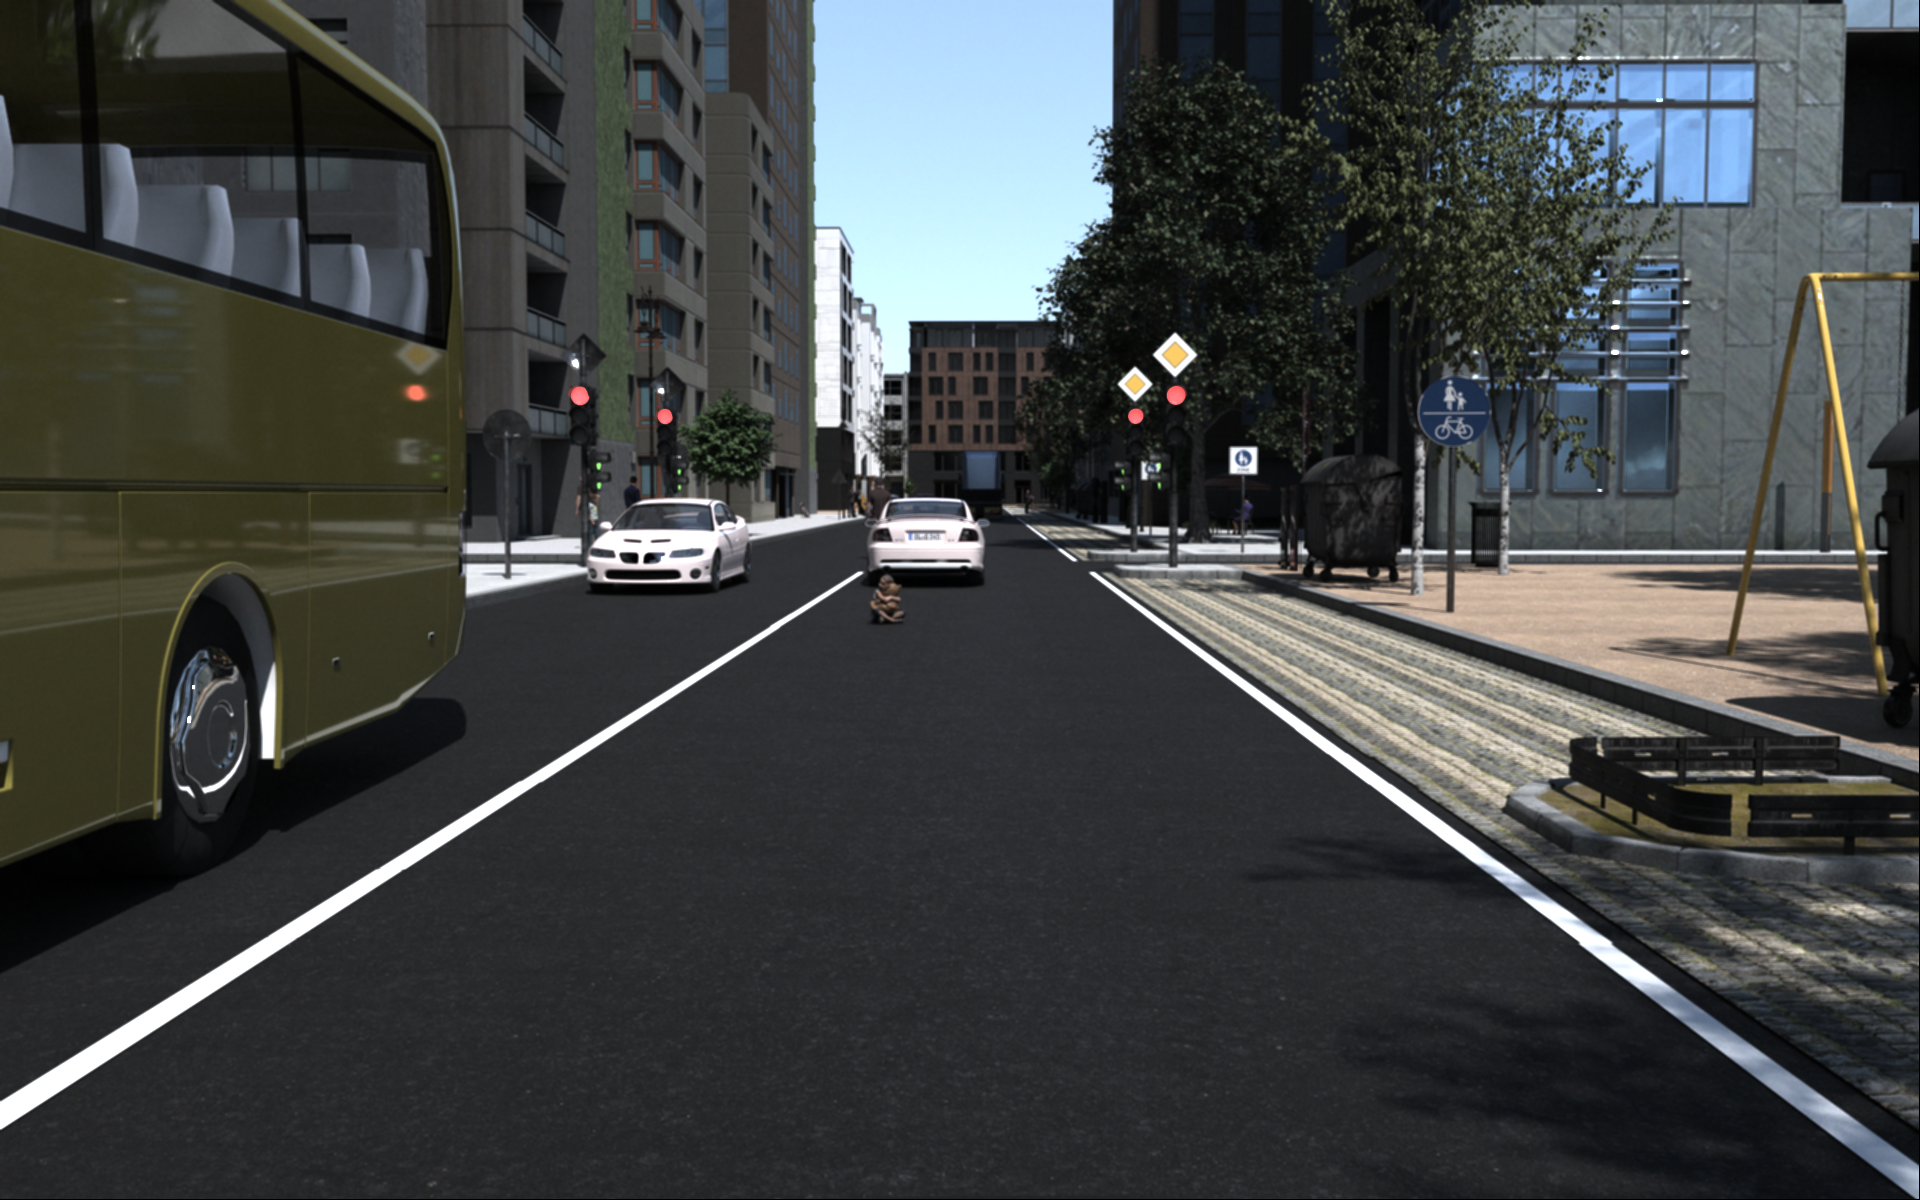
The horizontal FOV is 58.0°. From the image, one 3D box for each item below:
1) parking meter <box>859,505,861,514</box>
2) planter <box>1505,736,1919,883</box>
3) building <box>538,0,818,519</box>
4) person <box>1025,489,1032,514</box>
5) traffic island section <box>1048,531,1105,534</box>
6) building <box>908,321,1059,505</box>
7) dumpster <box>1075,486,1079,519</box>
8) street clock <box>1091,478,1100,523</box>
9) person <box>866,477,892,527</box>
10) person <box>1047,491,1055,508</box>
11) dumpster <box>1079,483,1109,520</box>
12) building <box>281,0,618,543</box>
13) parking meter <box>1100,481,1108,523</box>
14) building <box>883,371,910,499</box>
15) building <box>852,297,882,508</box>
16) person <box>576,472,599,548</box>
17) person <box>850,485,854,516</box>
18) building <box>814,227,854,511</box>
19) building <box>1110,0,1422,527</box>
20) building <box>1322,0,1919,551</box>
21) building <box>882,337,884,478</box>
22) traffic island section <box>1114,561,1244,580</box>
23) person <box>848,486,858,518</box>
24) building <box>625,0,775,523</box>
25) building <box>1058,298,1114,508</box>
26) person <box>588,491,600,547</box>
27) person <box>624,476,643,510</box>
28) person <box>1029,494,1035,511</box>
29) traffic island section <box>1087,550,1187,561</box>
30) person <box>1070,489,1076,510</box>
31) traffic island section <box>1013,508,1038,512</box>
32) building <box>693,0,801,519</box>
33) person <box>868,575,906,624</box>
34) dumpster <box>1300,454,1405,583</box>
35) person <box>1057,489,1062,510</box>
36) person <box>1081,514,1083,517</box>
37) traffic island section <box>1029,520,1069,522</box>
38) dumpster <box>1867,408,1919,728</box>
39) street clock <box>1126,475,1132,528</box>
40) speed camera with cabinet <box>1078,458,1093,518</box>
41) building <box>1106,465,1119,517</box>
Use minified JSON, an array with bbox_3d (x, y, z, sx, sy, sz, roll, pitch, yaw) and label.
[{"bbox_3d":[-6.233,-6.368,109.833,0.399,1.863,0.255,3,5,43],"label":"parking meter"},{"bbox_3d":[3.419,0.845,7.316,1.991,0.319,1.994,0,4,1],"label":"planter"},{"bbox_3d":[-16.409,-25.767,104.881,14.154,41.232,14.086,0,4,1],"label":"building"},{"bbox_3d":[4.959,-7.013,123.690,0.750,1.759,0.617,2,4,34],"label":"person"},{"bbox_3d":[4.212,-2.450,62.919,1.991,0.108,1.994,0,4,1],"label":"traffic island section"},{"bbox_3d":[10.351,-22.680,214.786,32.646,21.610,27.936,0,4,1],"label":"building"},{"bbox_3d":[6.593,-5.099,89.121,1.264,1.857,1.865,0,4,1],"label":"dumpster"},{"bbox_3d":[6.032,-4.435,77.080,0.358,2.002,0.471,-1,4,-18],"label":"street clock"},{"bbox_3d":[-1.741,-1.796,37.996,0.598,1.807,0.434,0,4,6],"label":"person"},{"bbox_3d":[8.470,-9.423,160.906,0.742,1.727,0.445,-2,4,-28],"label":"person"},{"bbox_3d":[6.777,-4.945,86.602,1.264,1.857,1.865,0,4,1],"label":"dumpster"},{"bbox_3d":[-17.453,-22.248,47.350,14.154,41.232,14.086,0,4,1],"label":"building"},{"bbox_3d":[6.337,-4.316,76.282,0.255,1.863,0.399,-1,4,-10],"label":"parking meter"},{"bbox_3d":[-21.803,-20.949,208.969,31.486,18.905,16.747,0,4,1],"label":"building"},{"bbox_3d":[-16.022,-18.828,164.260,16.016,20.091,11.380,0,4,1],"label":"building"},{"bbox_3d":[-8.858,-2.133,41.046,0.598,1.807,0.434,-3,5,-39],"label":"person"},{"bbox_3d":[-6.294,-5.870,102.143,0.434,1.807,0.598,0,4,8],"label":"person"},{"bbox_3d":[-23.117,-17.539,130.739,27.936,21.610,32.646,0,4,1],"label":"building"},{"bbox_3d":[13.940,-25.900,73.570,14.600,45.320,14.200,0,4,1],"label":"building"},{"bbox_3d":[26.545,-44.960,47.765,31.000,86.520,22.319,0,4,1],"label":"building"},{"bbox_3d":[-13.732,-19.684,178.257,11.380,20.091,16.016,0,4,1],"label":"building"},{"bbox_3d":[3.748,-0.489,30.272,2.009,0.180,2.903,0,4,1],"label":"traffic island section"},{"bbox_3d":[-5.834,-5.345,94.252,0.431,1.722,0.655,2,4,32],"label":"person"},{"bbox_3d":[-23.030,-13.734,69.591,27.650,21.520,28.899,0,4,1],"label":"building"},{"bbox_3d":[18.733,-18.573,170.126,16.747,18.905,31.486,0,4,1],"label":"building"},{"bbox_3d":[-8.037,-1.722,38.107,0.340,1.345,0.435,0,4,1],"label":"person"},{"bbox_3d":[-8.303,-2.291,44.207,0.576,1.737,0.504,1,4,22],"label":"person"},{"bbox_3d":[5.949,-8.048,143.316,0.421,1.427,0.697,2,4,30],"label":"person"},{"bbox_3d":[3.863,-0.977,38.257,2.009,0.180,2.903,0,4,1],"label":"traffic island section"},{"bbox_3d":[9.308,-8.204,140.888,1.217,1.735,0.721,-2,4,-35],"label":"person"},{"bbox_3d":[5.318,-7.168,140.067,1.991,0.108,1.994,0,4,1],"label":"traffic island section"},{"bbox_3d":[-16.080,-26.939,90.568,14.600,45.320,14.200,0,4,1],"label":"building"},{"bbox_3d":[-0.822,-0.010,19.140,0.381,0.543,0.357,-2,4,-31],"label":"person"},{"bbox_3d":[5.837,-1.225,25.782,1.264,1.857,1.865,0,4,1],"label":"dumpster"},{"bbox_3d":[8.113,-8.321,142.809,0.721,1.743,1.217,0,4,5],"label":"person"},{"bbox_3d":[6.931,-4.960,97.614,0.381,0.543,0.357,3,4,36],"label":"person"},{"bbox_3d":[4.602,-4.097,89.860,1.991,0.108,1.994,0,4,1],"label":"traffic island section"},{"bbox_3d":[5.650,-0.183,8.756,1.264,1.857,1.865,0,4,1],"label":"dumpster"},{"bbox_3d":[6.319,-3.673,64.625,0.471,2.002,0.358,-2,4,-34],"label":"street clock"},{"bbox_3d":[6.953,-6.105,94.156,0.660,3.252,2.038,-1,4,-12],"label":"speed camera with cabinet"},{"bbox_3d":[25.070,-24.999,100.615,32.217,40.220,23.993,0,4,1],"label":"building"}]
